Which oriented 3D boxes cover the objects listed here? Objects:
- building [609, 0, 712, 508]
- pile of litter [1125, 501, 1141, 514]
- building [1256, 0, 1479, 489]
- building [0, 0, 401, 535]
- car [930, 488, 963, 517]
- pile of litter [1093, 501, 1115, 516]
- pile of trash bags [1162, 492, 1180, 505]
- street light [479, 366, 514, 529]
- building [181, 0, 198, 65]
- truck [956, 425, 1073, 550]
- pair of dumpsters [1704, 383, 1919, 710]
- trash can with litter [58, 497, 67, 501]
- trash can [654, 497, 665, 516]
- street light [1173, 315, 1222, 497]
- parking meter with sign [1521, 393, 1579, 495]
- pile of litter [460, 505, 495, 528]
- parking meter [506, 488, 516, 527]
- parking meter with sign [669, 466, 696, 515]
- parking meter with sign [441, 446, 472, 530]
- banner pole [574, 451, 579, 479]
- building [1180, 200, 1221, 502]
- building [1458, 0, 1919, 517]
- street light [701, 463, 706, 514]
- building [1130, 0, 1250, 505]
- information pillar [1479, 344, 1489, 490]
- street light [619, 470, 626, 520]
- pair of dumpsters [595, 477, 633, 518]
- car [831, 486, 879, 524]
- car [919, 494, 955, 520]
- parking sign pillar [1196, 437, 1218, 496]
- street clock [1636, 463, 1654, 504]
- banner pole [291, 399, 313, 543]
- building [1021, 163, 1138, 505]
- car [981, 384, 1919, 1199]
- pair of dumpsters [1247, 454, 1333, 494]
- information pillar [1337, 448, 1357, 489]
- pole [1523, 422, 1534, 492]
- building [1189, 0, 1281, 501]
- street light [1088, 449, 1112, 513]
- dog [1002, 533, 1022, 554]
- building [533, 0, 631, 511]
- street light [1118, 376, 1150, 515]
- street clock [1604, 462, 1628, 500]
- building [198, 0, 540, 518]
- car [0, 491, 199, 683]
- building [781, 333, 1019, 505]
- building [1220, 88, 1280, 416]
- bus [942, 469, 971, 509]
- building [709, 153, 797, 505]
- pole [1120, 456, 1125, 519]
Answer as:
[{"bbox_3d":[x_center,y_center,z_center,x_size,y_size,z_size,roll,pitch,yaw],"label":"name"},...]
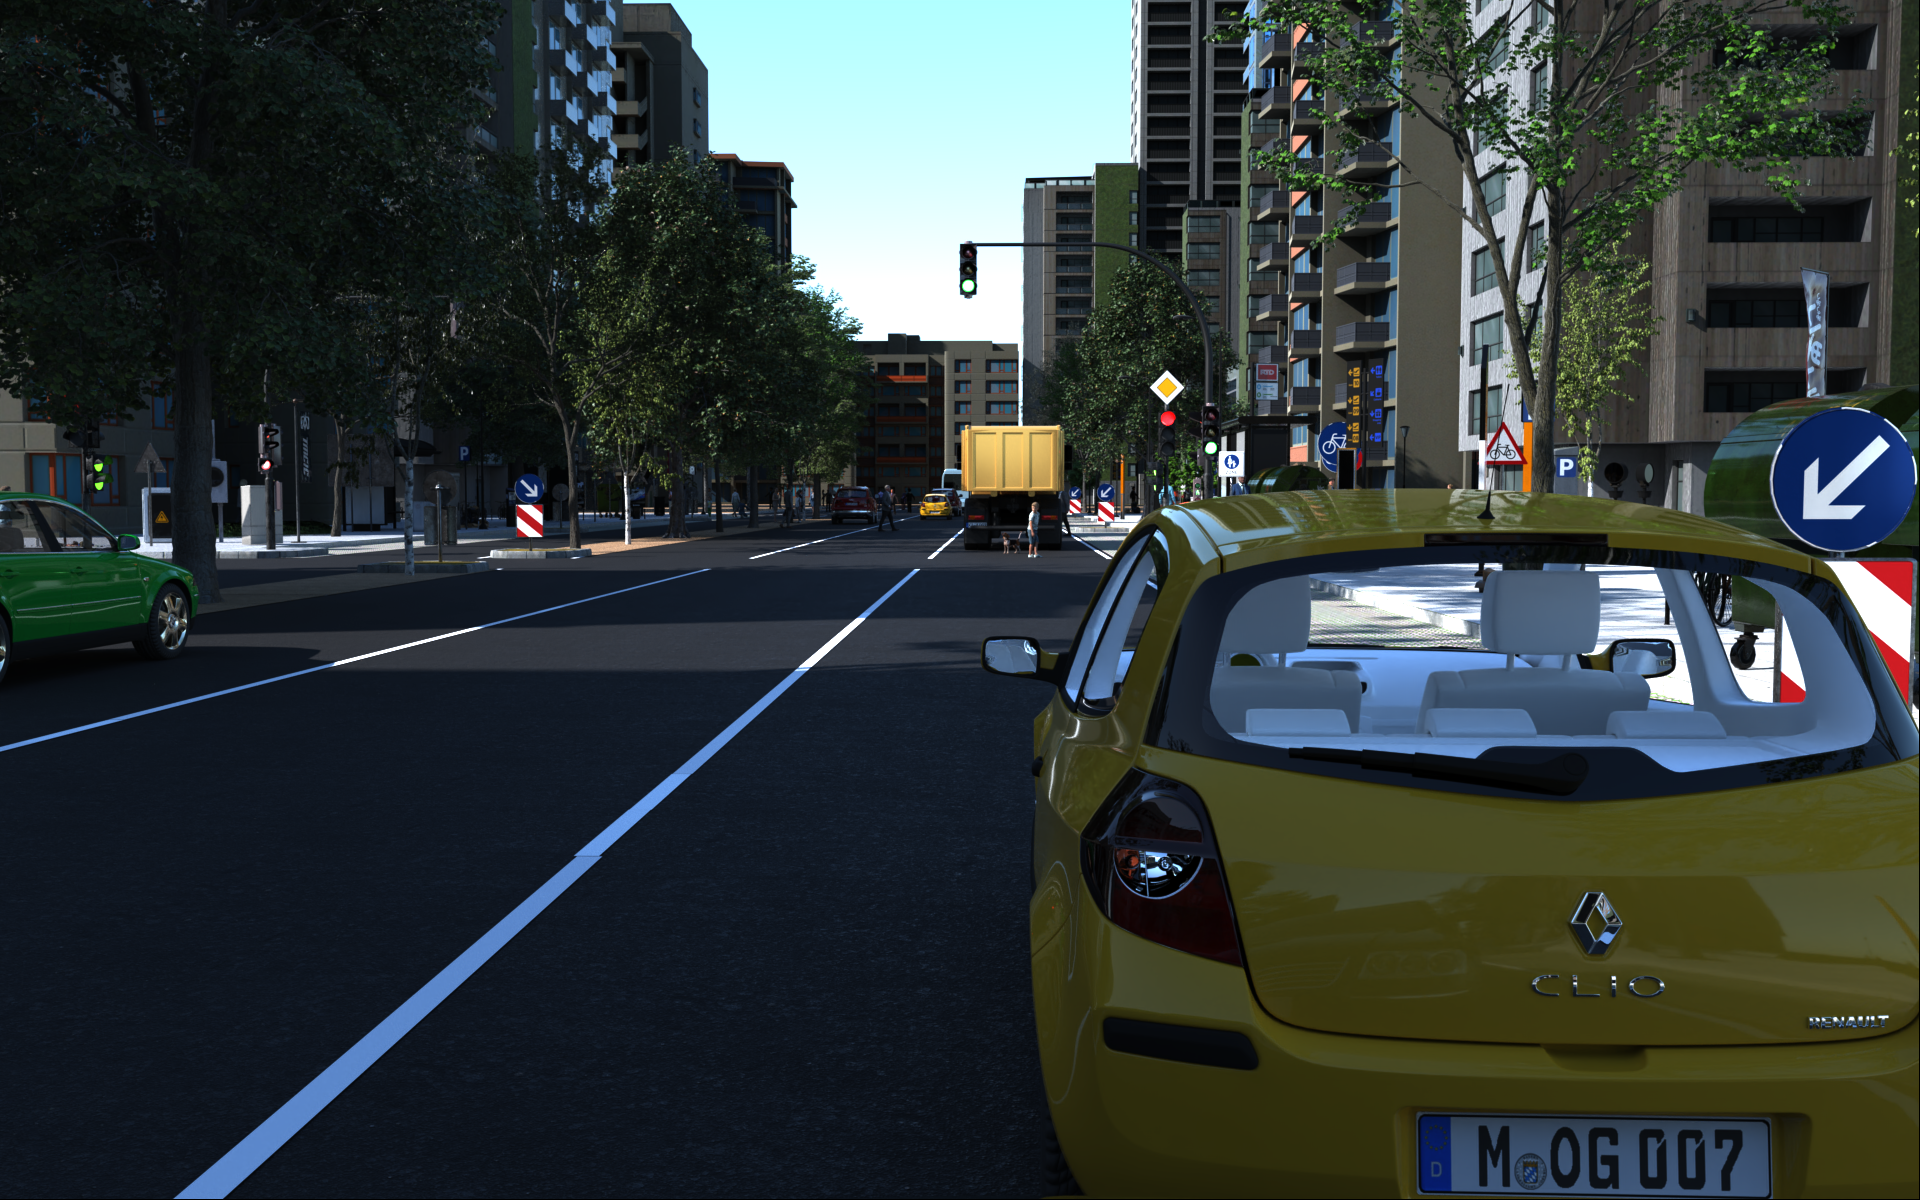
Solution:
[{"bbox_3d":[-36.788,-33.402,169.817,21.600,48.544,21.300,0,4,1],"label":"building"},{"bbox_3d":[11.171,-6.083,113.423,1.719,0.858,1.176,-3,5,-41],"label":"pile of litter"},{"bbox_3d":[28.815,-27.119,98.012,22.147,44.769,28.867,0,4,1],"label":"building"},{"bbox_3d":[-39.946,-13.456,65.046,27.650,21.520,28.899,0,4,1],"label":"building"},{"bbox_3d":[-1.002,-6.323,112.052,2.281,1.827,5.304,0,4,3],"label":"car"},{"bbox_3d":[8.590,-5.416,102.521,1.176,0.858,1.719,-2,4,-33],"label":"pile of litter"},{"bbox_3d":[8.934,-3.200,62.080,3.447,1.369,1.912,1,4,20],"label":"pile of trash bags"},{"bbox_3d":[-16.793,-5.518,62.759,1.470,5.913,1.316,0,4,1],"label":"street light"},{"bbox_3d":[-62.633,-38.402,169.864,28.212,58.520,21.231,0,4,1],"label":"building"},{"bbox_3d":[1.488,-3.178,47.886,3.469,3.379,9.791,0,4,2],"label":"truck"},{"bbox_3d":[6.212,-0.495,10.580,1.574,2.255,4.437,0,4,1],"label":"pair of dumpsters"},{"bbox_3d":[-21.826,-1.903,42.171,2.233,1.210,1.678,2,4,31],"label":"trash can with litter"},{"bbox_3d":[-17.643,-5.509,101.722,0.748,1.137,0.748,0,3,0],"label":"trash can"},{"bbox_3d":[6.221,-4.436,45.071,1.470,5.913,1.316,0,4,1],"label":"street light"},{"bbox_3d":[9.667,-1.945,28.069,0.543,3.016,1.738,0,4,-3],"label":"parking meter with sign"},{"bbox_3d":[-18.506,-3.191,66.137,1.719,0.858,1.176,-1,4,-9],"label":"pile of litter"},{"bbox_3d":[-17.535,-3.623,67.645,0.372,1.533,0.369,0,3,0],"label":"parking meter"},{"bbox_3d":[-17.129,-6.756,106.716,0.543,3.016,1.738,3,5,44],"label":"parking meter with sign"},{"bbox_3d":[-18.314,-4.021,62.008,0.543,3.016,1.738,2,4,30],"label":"parking meter with sign"},{"bbox_3d":[-19.678,-6.012,88.321,0.401,3.779,0.863,2,4,26],"label":"banner pole"},{"bbox_3d":[28.820,-24.481,171.964,14.160,30.474,14.107,0,4,1],"label":"building"},{"bbox_3d":[25.426,-17.471,57.355,14.107,30.474,14.160,0,4,1],"label":"building"},{"bbox_3d":[-15.606,-8.332,108.775,1.470,5.913,1.316,0,4,1],"label":"street light"},{"bbox_3d":[32.289,-47.662,217.522,20.611,71.187,20.563,0,4,1],"label":"building"},{"bbox_3d":[8.128,-2.175,26.919,0.183,3.616,0.504,1,4,20],"label":"information pillar"},{"bbox_3d":[-16.147,-6.910,85.526,1.470,5.913,1.316,0,4,1],"label":"street light"},{"bbox_3d":[-18.740,-5.630,94.543,1.574,2.255,4.437,0,4,2],"label":"pair of dumpsters"},{"bbox_3d":[-5.074,-4.584,83.626,2.281,1.827,5.304,0,3,0],"label":"car"},{"bbox_3d":[-1.319,-5.296,96.815,2.015,1.641,3.980,0,4,2],"label":"car"},{"bbox_3d":[10.272,-5.086,71.628,1.447,3.967,1.447,3,5,41],"label":"parking sign pillar"},{"bbox_3d":[16.090,-2.212,40.730,0.471,2.002,0.358,-3,5,-41],"label":"street clock"},{"bbox_3d":[-17.388,-3.412,45.801,0.401,3.779,0.863,1,4,14],"label":"banner pole"},{"bbox_3d":[14.775,-32.600,216.608,14.086,41.232,14.154,0,4,1],"label":"building"},{"bbox_3d":[1.042,0.349,4.515,2.015,1.641,3.980,0,4,3],"label":"car"},{"bbox_3d":[8.299,-2.526,43.800,1.574,2.255,4.437,0,4,1],"label":"pair of dumpsters"},{"bbox_3d":[6.198,-1.426,27.802,0.304,2.012,0.304,1,4,15],"label":"information pillar"},{"bbox_3d":[10.480,-2.331,31.958,0.158,3.312,0.155,0,3,0],"label":"pole"},{"bbox_3d":[32.647,-51.049,147.322,22.319,86.520,31.000,0,4,1],"label":"building"},{"bbox_3d":[7.387,-7.243,90.967,1.470,5.913,1.316,0,4,1],"label":"street light"},{"bbox_3d":[1.253,-1.371,41.698,0.406,0.507,0.540,1,4,11],"label":"dog"},{"bbox_3d":[-38.650,-31.248,130.516,23.786,49.044,30.456,0,4,1],"label":"building"},{"bbox_3d":[6.913,-5.850,68.195,1.470,5.913,1.316,0,4,1],"label":"street light"},{"bbox_3d":[14.872,-2.124,39.299,0.358,2.002,0.471,-3,5,-45],"label":"street clock"},{"bbox_3d":[-32.129,-25.217,95.891,14.154,41.232,14.086,0,4,1],"label":"building"},{"bbox_3d":[-7.745,-0.297,13.647,1.959,1.807,4.718,0,4,2],"label":"car"},{"bbox_3d":[-6.994,-23.138,223.348,28.899,21.520,27.650,0,4,1],"label":"building"},{"bbox_3d":[27.214,-21.709,126.651,14.160,30.474,14.107,0,4,1],"label":"building"},{"bbox_3d":[0.000,-8.429,132.675,2.948,3.499,13.247,0,4,0],"label":"bus"},{"bbox_3d":[-35.922,-34.655,221.227,28.867,44.769,22.147,0,4,1],"label":"building"},{"bbox_3d":[8.225,-5.731,87.550,0.158,3.312,0.155,0,3,0],"label":"pole"}]
